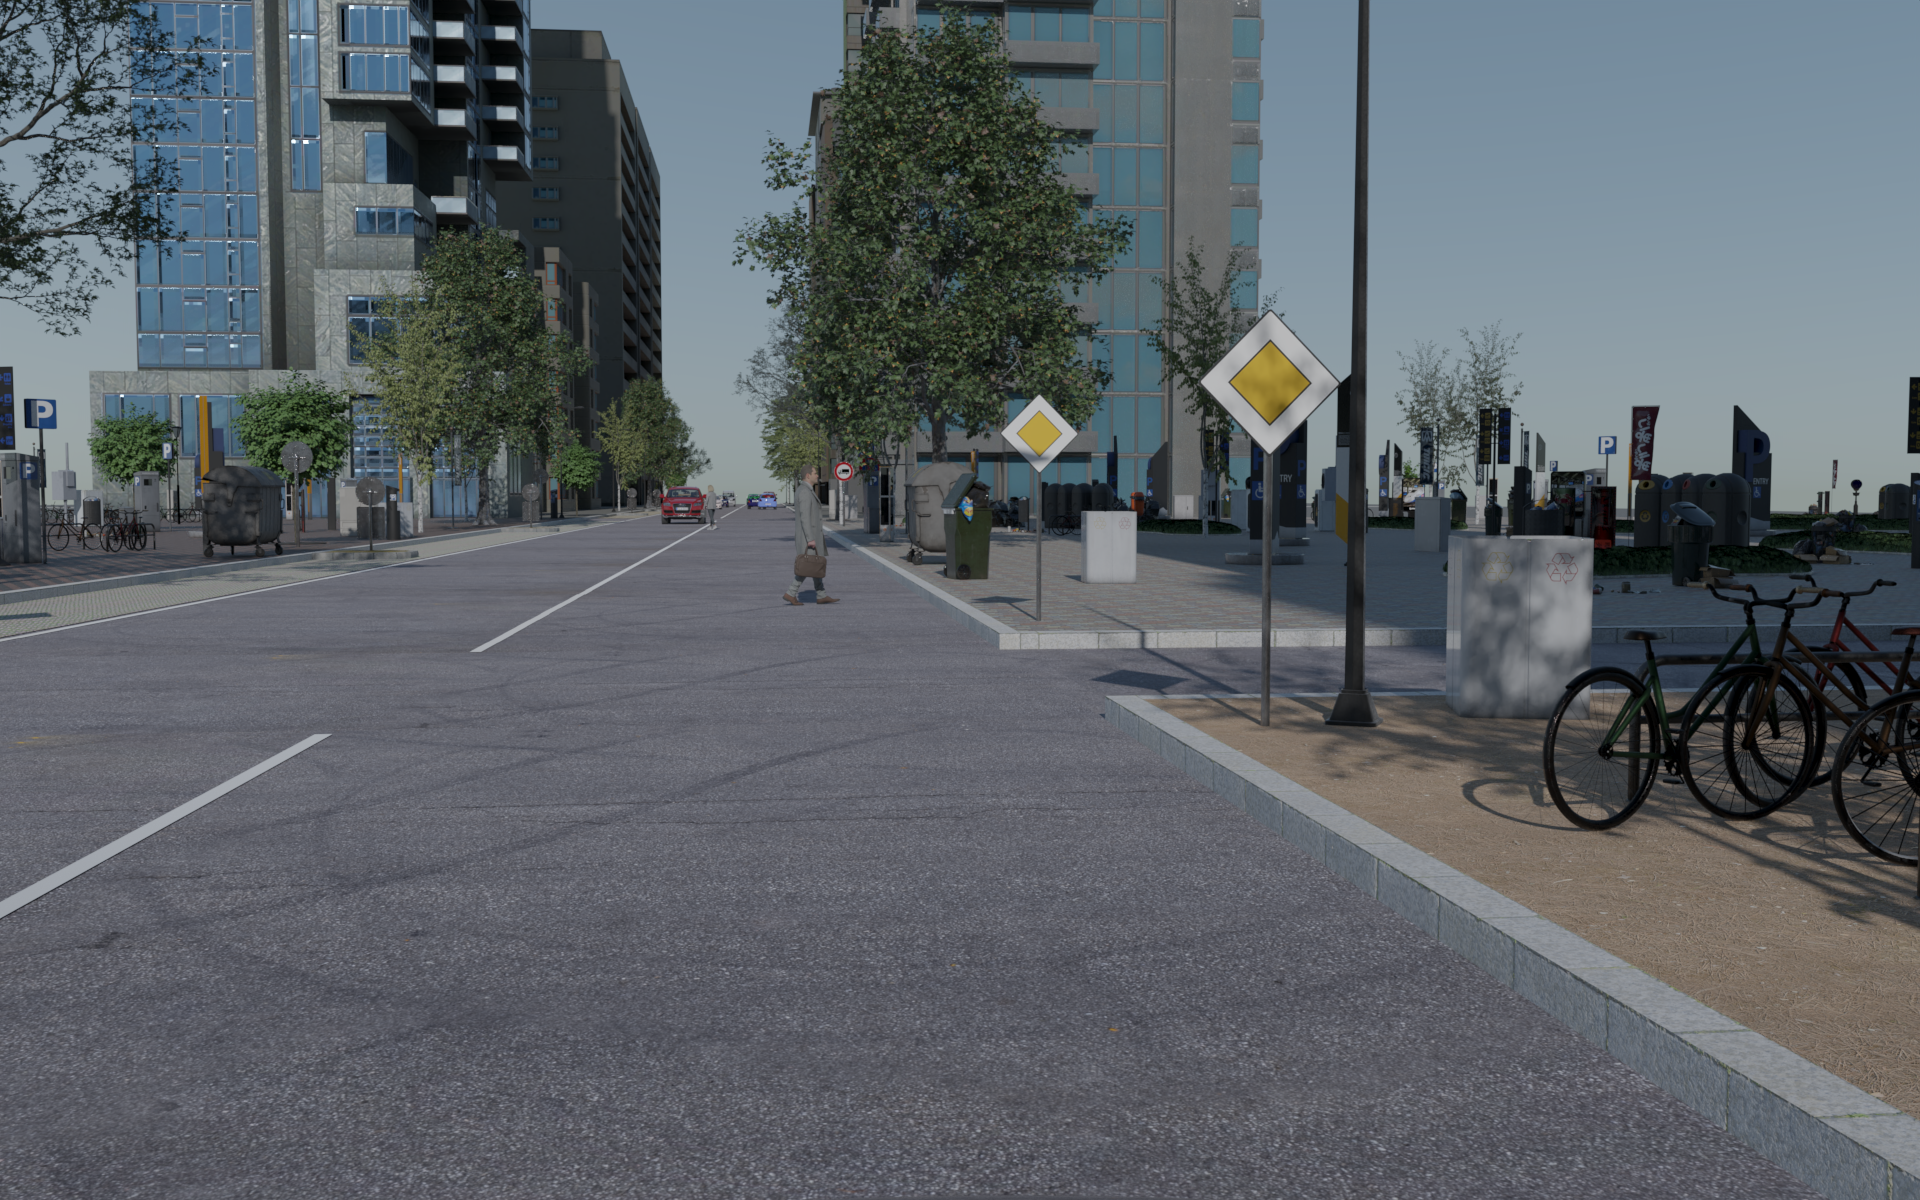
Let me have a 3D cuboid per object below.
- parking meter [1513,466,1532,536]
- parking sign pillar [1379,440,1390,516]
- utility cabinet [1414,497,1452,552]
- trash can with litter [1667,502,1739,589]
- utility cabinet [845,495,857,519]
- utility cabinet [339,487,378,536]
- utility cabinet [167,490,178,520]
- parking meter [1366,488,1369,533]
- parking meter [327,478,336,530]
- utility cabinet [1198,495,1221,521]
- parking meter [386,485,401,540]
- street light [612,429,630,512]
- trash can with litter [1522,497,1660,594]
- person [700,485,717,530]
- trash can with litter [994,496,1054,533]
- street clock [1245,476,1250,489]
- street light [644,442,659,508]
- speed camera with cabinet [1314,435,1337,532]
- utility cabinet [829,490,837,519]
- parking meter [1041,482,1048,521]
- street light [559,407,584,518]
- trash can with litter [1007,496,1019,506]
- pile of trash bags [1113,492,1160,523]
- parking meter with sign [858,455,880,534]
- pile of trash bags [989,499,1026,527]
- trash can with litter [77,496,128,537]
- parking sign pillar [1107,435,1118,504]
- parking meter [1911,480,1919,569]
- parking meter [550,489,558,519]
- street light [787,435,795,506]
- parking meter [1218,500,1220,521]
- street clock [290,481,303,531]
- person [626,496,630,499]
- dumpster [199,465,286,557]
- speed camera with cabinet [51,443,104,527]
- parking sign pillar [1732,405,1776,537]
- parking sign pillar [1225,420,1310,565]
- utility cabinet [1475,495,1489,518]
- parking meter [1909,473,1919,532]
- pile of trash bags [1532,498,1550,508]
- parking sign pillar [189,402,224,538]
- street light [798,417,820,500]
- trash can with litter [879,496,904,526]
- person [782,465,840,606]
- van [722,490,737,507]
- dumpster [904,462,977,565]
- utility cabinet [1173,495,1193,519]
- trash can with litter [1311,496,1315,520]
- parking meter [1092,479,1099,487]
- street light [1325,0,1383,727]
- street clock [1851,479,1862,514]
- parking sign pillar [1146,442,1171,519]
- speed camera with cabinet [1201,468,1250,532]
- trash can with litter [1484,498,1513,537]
[{"bbox_3d":[11.751,-1.864,36.183,0.255,1.863,0.399,3,5,43],"label":"parking meter"},{"bbox_3d":[20.865,-5.915,85.182,1.447,3.967,1.447,1,4,18],"label":"parking sign pillar"},{"bbox_3d":[10.618,-1.697,38.902,0.306,1.237,1.020,-1,4,-18],"label":"utility cabinet"},{"bbox_3d":[10.295,-0.765,23.901,0.624,1.170,1.055,-1,4,-22],"label":"trash can with litter"},{"bbox_3d":[-5.878,-4.853,90.514,1.020,1.237,0.306,-2,4,-30],"label":"utility cabinet"},{"bbox_3d":[-18.094,-2.661,52.185,1.173,1.500,0.318,1,4,15],"label":"utility cabinet"},{"bbox_3d":[-39.270,-4.758,86.472,0.318,1.500,1.173,-1,4,-11],"label":"utility cabinet"},{"bbox_3d":[13.247,-2.973,57.012,0.372,1.533,0.369,0,3,0],"label":"parking meter"},{"bbox_3d":[-22.422,-3.429,61.782,0.255,1.863,0.399,-2,4,-26],"label":"parking meter"},{"bbox_3d":[11.654,-4.259,80.803,1.020,1.237,0.306,1,4,19],"label":"utility cabinet"},{"bbox_3d":[-15.879,-2.453,48.520,0.372,1.533,0.369,0,3,0],"label":"parking meter"},{"bbox_3d":[-24.167,-9.231,123.474,1.470,5.913,1.316,0,4,-6],"label":"street light"},{"bbox_3d":[7.995,-0.699,22.485,2.233,1.210,1.678,0,4,7],"label":"trash can with litter"},{"bbox_3d":[-9.973,-3.693,69.065,0.728,1.800,0.709,3,5,44],"label":"person"},{"bbox_3d":[2.283,-2.859,57.801,1.678,1.210,2.233,-2,4,-35],"label":"trash can with litter"},{"bbox_3d":[11.754,-3.998,69.931,0.471,2.002,0.358,0,4,4],"label":"street clock"},{"bbox_3d":[-27.672,-11.161,155.027,1.470,5.913,1.316,0,4,-6],"label":"street light"},{"bbox_3d":[12.549,-3.962,59.107,0.660,3.252,2.038,0,4,3],"label":"speed camera with cabinet"},{"bbox_3d":[-6.419,-4.897,88.741,0.318,1.500,1.173,1,4,11],"label":"utility cabinet"},{"bbox_3d":[4.228,-4.976,87.069,0.399,1.863,0.255,-3,5,-44],"label":"parking meter"},{"bbox_3d":[-20.626,-7.302,91.925,1.470,5.913,1.316,0,4,-6],"label":"street light"},{"bbox_3d":[2.731,-4.347,82.465,0.624,1.170,1.055,2,4,33],"label":"trash can with litter"},{"bbox_3d":[6.824,-3.524,67.375,1.912,1.369,3.447,0,4,-1],"label":"pile of trash bags"},{"bbox_3d":[-2.922,-3.694,56.657,0.543,3.016,1.738,-1,4,-13],"label":"parking meter with sign"},{"bbox_3d":[0.719,-3.500,66.970,3.447,1.369,1.912,-1,4,-23],"label":"pile of trash bags"},{"bbox_3d":[-26.107,-2.564,52.987,1.678,1.210,2.233,3,4,37],"label":"trash can with litter"},{"bbox_3d":[6.968,-5.540,79.050,1.447,3.967,1.447,0,4,3],"label":"parking sign pillar"},{"bbox_3d":[16.623,-1.311,29.846,0.372,1.533,0.369,0,3,0],"label":"parking meter"},{"bbox_3d":[-21.305,-5.045,90.900,0.372,1.533,0.369,0,3,0],"label":"parking meter"},{"bbox_3d":[-12.707,-10.029,136.522,1.470,5.913,1.316,0,4,-6],"label":"street light"},{"bbox_3d":[10.137,-3.696,68.840,0.372,1.533,0.369,0,3,0],"label":"parking meter"},{"bbox_3d":[-22.739,-3.354,59.403,0.471,2.002,0.358,-2,4,-32],"label":"street clock"},{"bbox_3d":[-32.706,-9.962,171.244,0.599,1.838,0.709,3,5,44],"label":"person"},{"bbox_3d":[-14.800,-1.835,35.754,1.264,1.857,1.865,0,4,-6],"label":"dumpster"},{"bbox_3d":[-34.288,-4.462,67.292,0.660,3.252,2.038,1,4,16],"label":"speed camera with cabinet"},{"bbox_3d":[24.098,-3.929,52.710,1.447,3.967,1.447,-2,4,-28],"label":"parking sign pillar"},{"bbox_3d":[5.615,-2.652,31.827,1.447,3.967,1.447,1,4,16],"label":"parking sign pillar"},{"bbox_3d":[28.151,-4.996,92.843,1.020,1.237,0.306,0,4,5],"label":"utility cabinet"},{"bbox_3d":[26.079,-2.534,47.150,0.399,1.863,0.255,-2,4,-26],"label":"parking meter"},{"bbox_3d":[27.956,-4.483,83.057,1.912,1.369,3.447,0,4,-7],"label":"pile of trash bags"},{"bbox_3d":[-22.123,-3.844,51.325,1.447,3.967,1.447,-2,4,-28],"label":"parking sign pillar"},{"bbox_3d":[-9.112,-8.100,104.980,1.470,5.913,1.316,0,4,-6],"label":"street light"},{"bbox_3d":[-2.743,-3.517,68.565,2.233,1.210,1.678,-3,5,-42],"label":"trash can with litter"},{"bbox_3d":[-1.920,-0.841,22.355,0.767,1.812,0.694,-1,4,-9],"label":"person"},{"bbox_3d":[-26.351,-11.628,197.129,2.013,2.044,4.112,0,4,-7],"label":"van"},{"bbox_3d":[-0.335,-1.592,31.781,1.264,1.857,1.865,0,4,-7],"label":"dumpster"},{"bbox_3d":[11.613,-4.827,90.075,1.020,1.237,0.306,-1,4,-10],"label":"utility cabinet"},{"bbox_3d":[17.803,-4.518,85.258,0.624,1.170,1.055,-3,4,-36],"label":"trash can with litter"},{"bbox_3d":[5.331,-3.824,68.237,0.255,1.863,0.399,0,4,1],"label":"parking meter"},{"bbox_3d":[1.668,-2.258,9.463,1.470,5.913,1.316,0,4,-6],"label":"street light"},{"bbox_3d":[43.963,-4.918,84.980,0.471,2.002,0.358,1,4,11],"label":"street clock"},{"bbox_3d":[10.075,-6.122,88.560,1.447,3.967,1.447,3,5,41],"label":"parking sign pillar"},{"bbox_3d":[9.629,-4.119,61.685,2.038,3.252,0.660,1,4,13],"label":"speed camera with cabinet"},{"bbox_3d":[16.417,-2.513,52.469,1.055,1.170,0.624,2,4,24],"label":"trash can with litter"}]
